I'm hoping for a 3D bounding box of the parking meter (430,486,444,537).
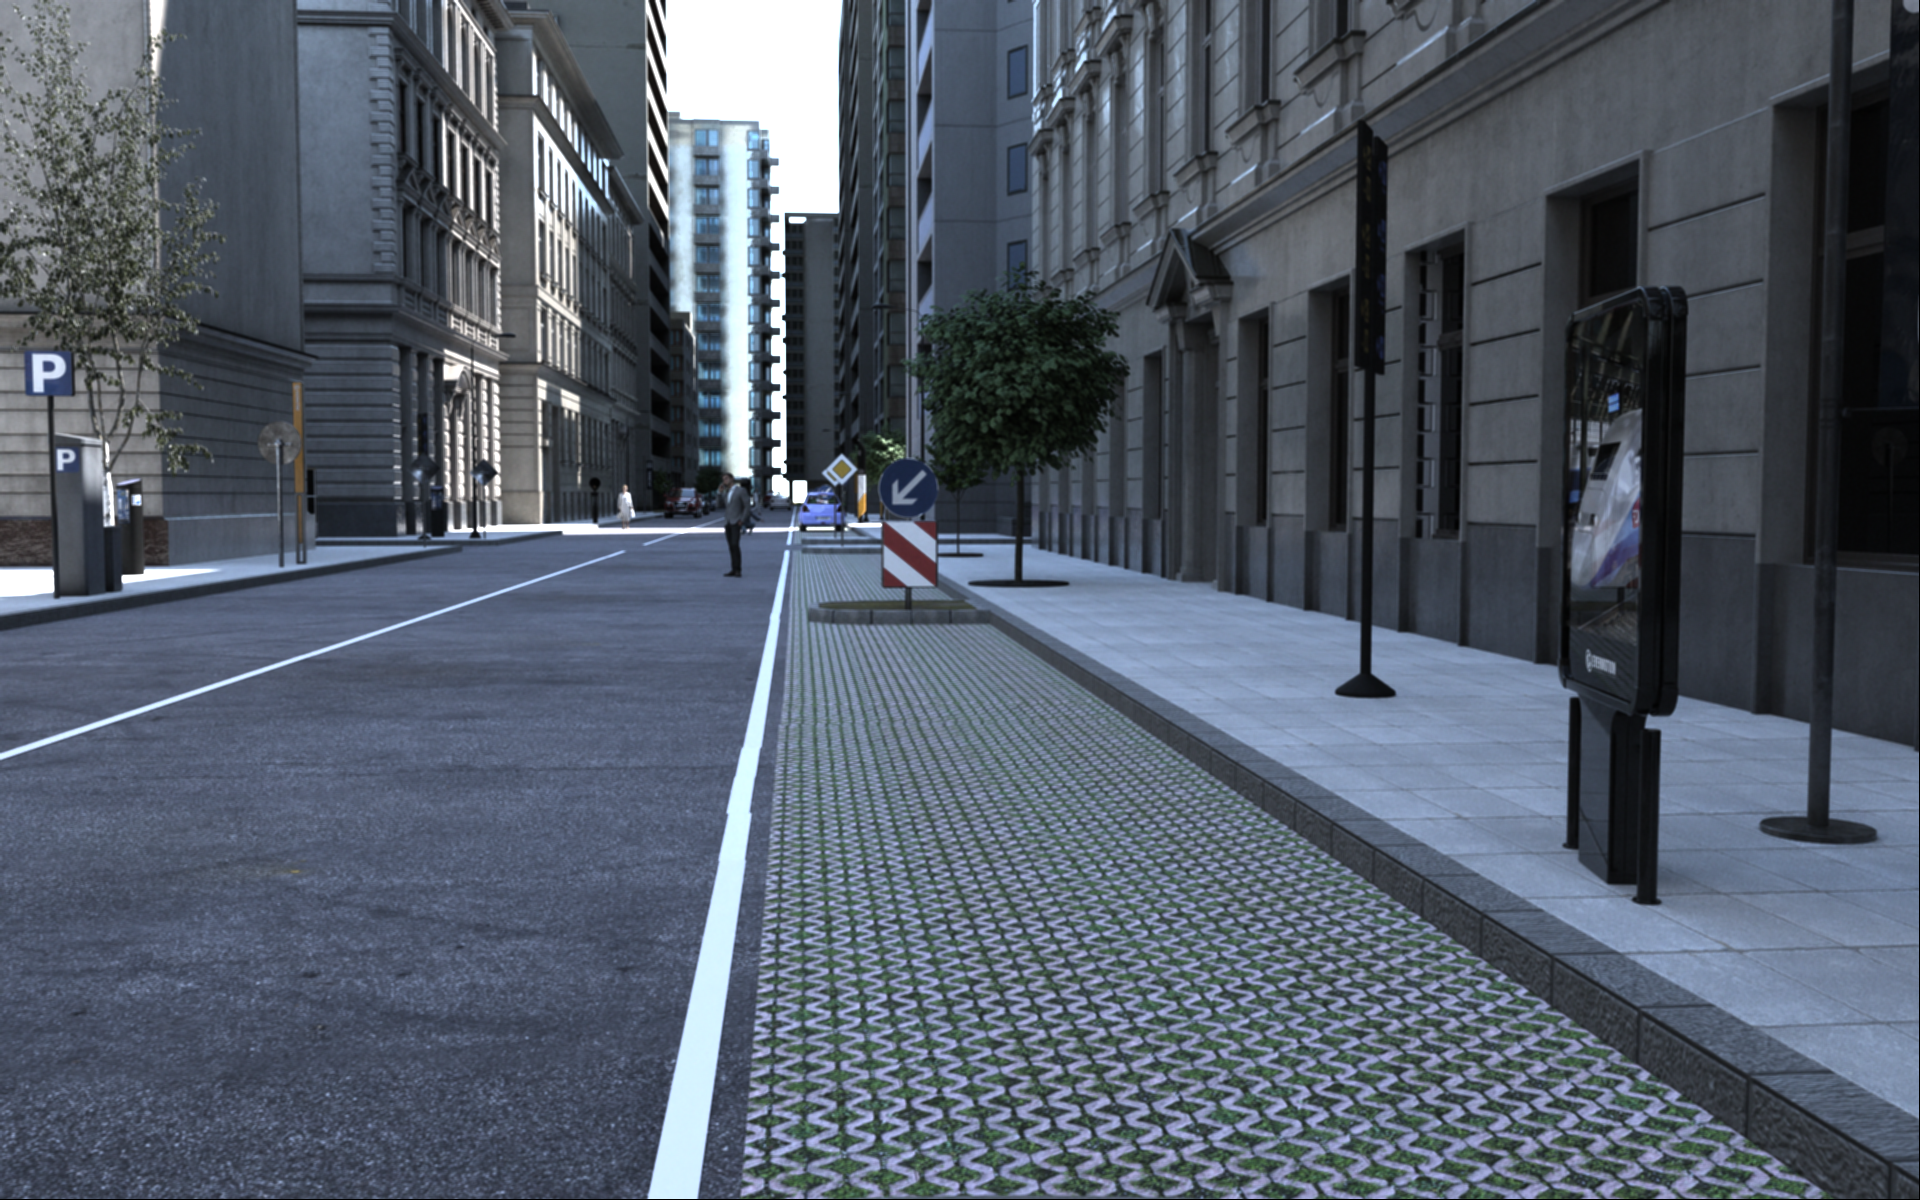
[{"bbox_3d":[-15.633,-2.654,51.803,0.372,1.533,0.369,0,3,0],"label":"parking meter"}]

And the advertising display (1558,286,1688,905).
[{"bbox_3d":[2.196,-0.036,5.807,0.123,1.923,0.974,0,4,5],"label":"advertising display"}]

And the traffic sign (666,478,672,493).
[{"bbox_3d":[-20.288,-7.260,119.891,0.795,2.450,0.064,0,4,-5],"label":"traffic sign"}]

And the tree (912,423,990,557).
[{"bbox_3d":[-0.169,-2.506,35.582,1.663,3.219,1.824,0,3,0],"label":"tree"}]

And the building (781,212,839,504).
[{"bbox_3d":[-11.137,-32.623,225.260,23.993,40.220,32.217,0,4,-5],"label":"building"}]

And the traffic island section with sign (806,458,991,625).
[{"bbox_3d":[-0.740,-0.685,19.829,1.989,1.847,2.006,0,4,-5],"label":"traffic island section with sign"}]

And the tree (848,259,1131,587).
[{"bbox_3d":[0.762,-2.487,24.375,4.285,4.588,4.351,0,3,0],"label":"tree"}]

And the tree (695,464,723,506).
[{"bbox_3d":[-27.047,-12.465,187.519,4.285,4.588,4.351,0,3,0],"label":"tree"}]

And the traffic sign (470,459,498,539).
[{"bbox_3d":[-13.587,-2.802,49.460,0.795,2.450,0.064,0,4,-5],"label":"traffic sign"}]

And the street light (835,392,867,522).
[{"bbox_3d":[-4.852,-6.531,79.328,1.470,5.913,1.316,0,4,-5],"label":"street light"}]

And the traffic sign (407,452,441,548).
[{"bbox_3d":[-12.842,-2.316,41.509,0.795,2.450,0.064,0,4,-5],"label":"traffic sign"}]

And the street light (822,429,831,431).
[{"bbox_3d":[-9.186,-9.299,124.578,1.470,5.913,1.316,0,4,-5],"label":"street light"}]

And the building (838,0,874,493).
[{"bbox_3d":[-0.317,-32.814,160.205,21.300,48.544,21.600,0,4,-5],"label":"building"}]

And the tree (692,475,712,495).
[{"bbox_3d":[-26.725,-11.376,180.592,1.663,3.219,1.824,0,3,0],"label":"tree"}]

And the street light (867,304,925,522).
[{"bbox_3d":[-1.458,-4.279,42.502,1.470,5.913,1.316,0,4,-5],"label":"street light"}]

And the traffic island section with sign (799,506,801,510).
[{"bbox_3d":[-5.966,-4.093,75.550,1.989,1.847,2.006,0,4,-5],"label":"traffic island section with sign"}]

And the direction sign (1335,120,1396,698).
[{"bbox_3d":[2.593,-1.161,10.973,0.379,3.537,0.876,2,4,23],"label":"direction sign"}]

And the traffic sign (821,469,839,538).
[{"bbox_3d":[-3.634,-2.858,50.368,0.795,2.450,0.064,0,4,-5],"label":"traffic sign"}]

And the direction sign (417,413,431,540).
[{"bbox_3d":[-15.130,-3.475,48.821,0.379,3.537,0.876,-2,4,-33],"label":"direction sign"}]

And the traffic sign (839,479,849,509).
[{"bbox_3d":[-7.281,-6.578,107.660,0.768,2.556,0.104,0,4,3],"label":"traffic sign"}]

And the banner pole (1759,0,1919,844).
[{"bbox_3d":[3.410,-0.994,6.272,0.863,3.779,0.401,3,5,42],"label":"banner pole"}]

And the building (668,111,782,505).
[{"bbox_3d":[-37.932,-36.663,219.043,30.456,49.044,23.786,0,4,-5],"label":"building"}]

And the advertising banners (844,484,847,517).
[{"bbox_3d":[-6.595,-6.304,99.251,0.090,3.025,2.074,0,4,-7],"label":"advertising banners"}]

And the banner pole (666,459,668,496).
[{"bbox_3d":[-20.739,-8.112,122.640,0.401,3.779,0.863,0,4,-5],"label":"banner pole"}]

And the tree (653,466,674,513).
[{"bbox_3d":[-20.355,-7.580,118.532,1.663,3.219,1.824,0,3,0],"label":"tree"}]

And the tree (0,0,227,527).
[{"bbox_3d":[-12.581,-4.580,25.242,4.360,8.622,3.978,0,3,0],"label":"tree"}]

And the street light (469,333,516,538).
[{"bbox_3d":[-13.516,-4.742,50.079,1.470,5.913,1.316,0,4,-5],"label":"street light"}]

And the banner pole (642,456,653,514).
[{"bbox_3d":[-20.523,-7.569,113.767,0.863,3.779,0.401,1,4,17],"label":"banner pole"}]

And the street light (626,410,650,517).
[{"bbox_3d":[-17.862,-7.545,95.909,1.470,5.913,1.316,0,4,-5],"label":"street light"}]

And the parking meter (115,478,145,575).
[{"bbox_3d":[-13.135,-1.163,27.421,0.372,1.533,0.369,0,3,0],"label":"parking meter"}]

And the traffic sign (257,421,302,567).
[{"bbox_3d":[-11.892,-1.846,30.283,0.768,2.556,0.104,0,4,-1],"label":"traffic sign"}]

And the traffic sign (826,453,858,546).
[{"bbox_3d":[-2.889,-2.372,42.418,0.795,2.450,0.064,0,4,-5],"label":"traffic sign"}]
